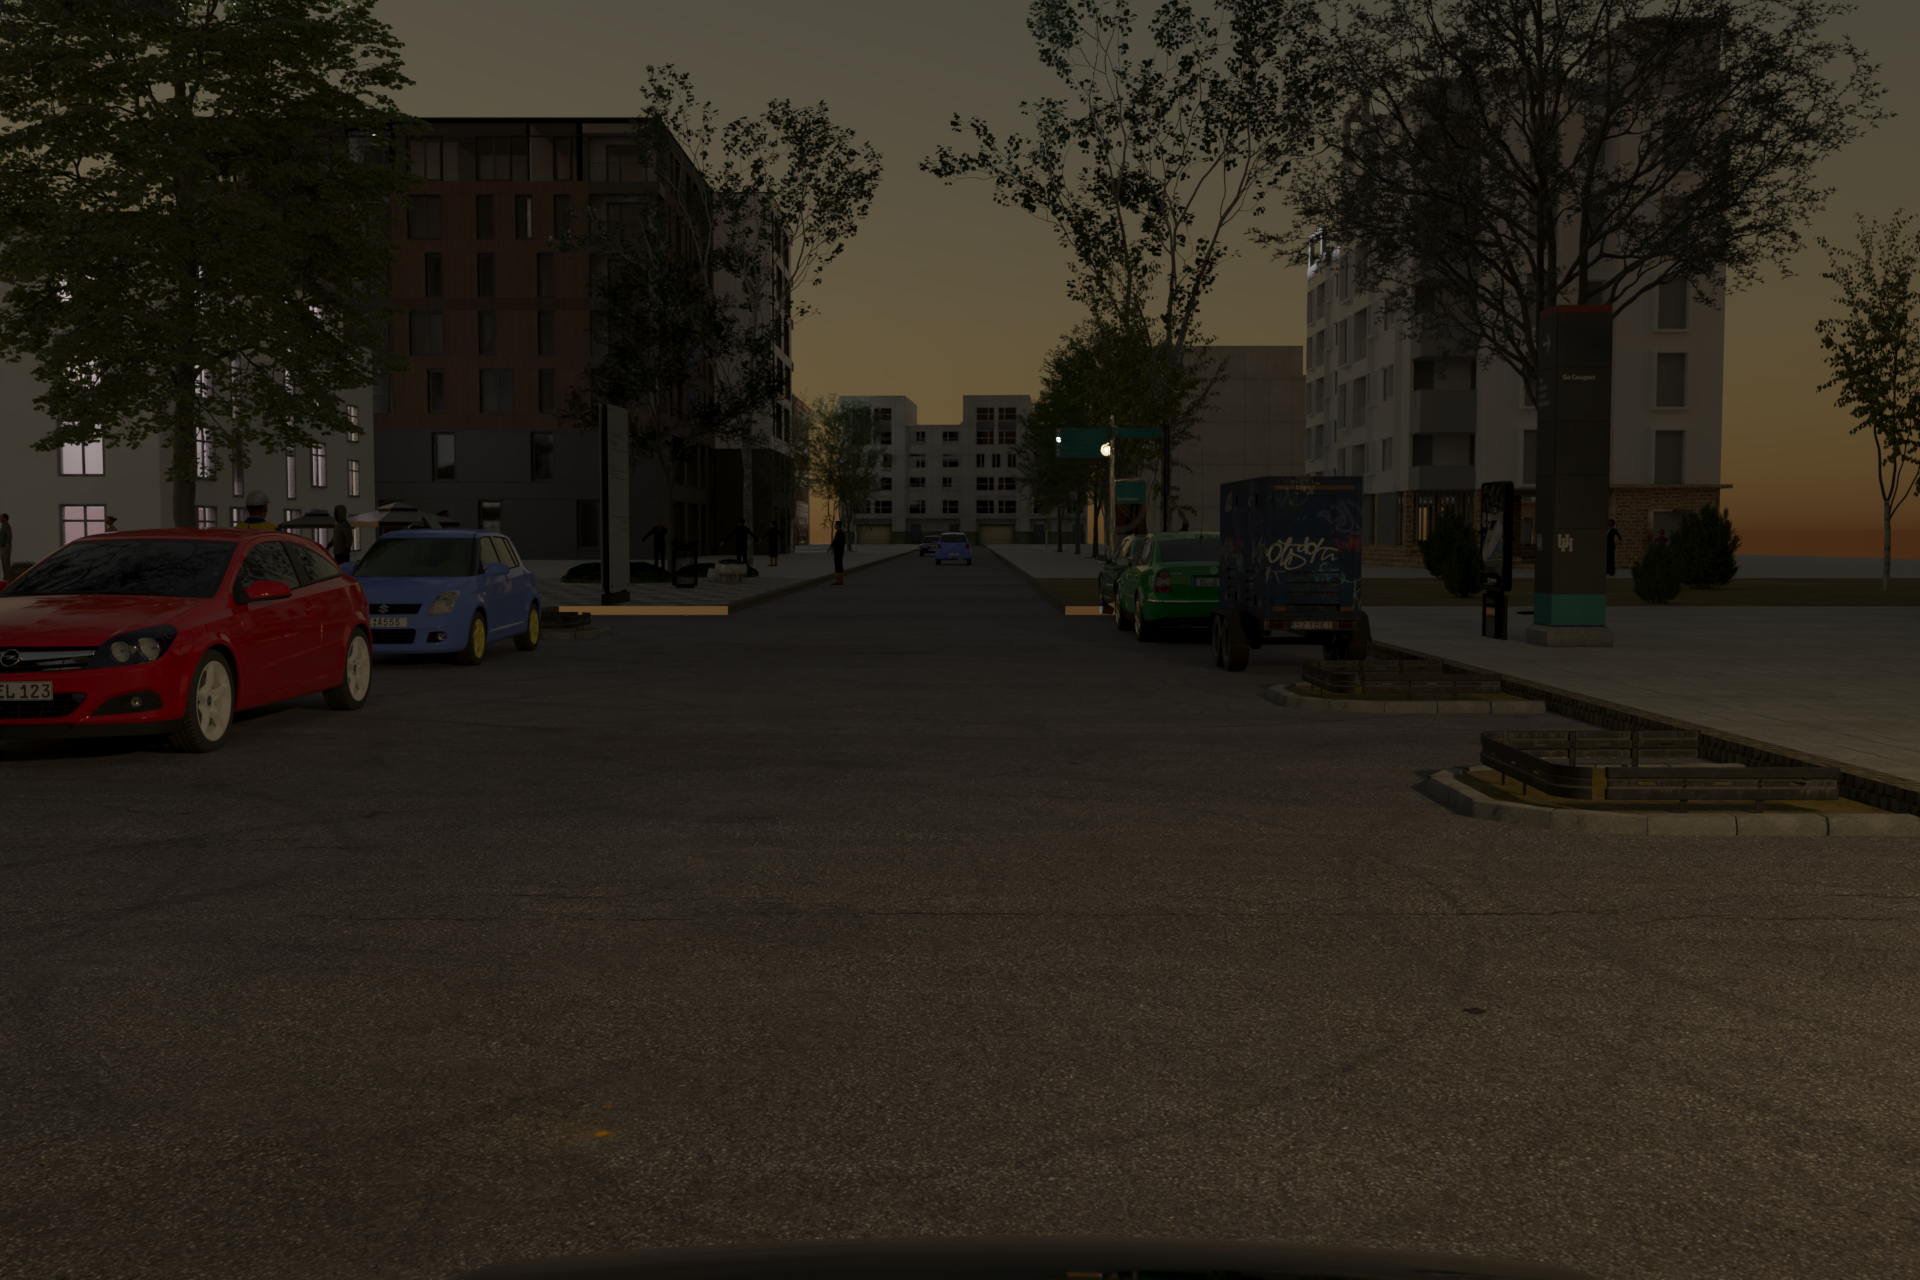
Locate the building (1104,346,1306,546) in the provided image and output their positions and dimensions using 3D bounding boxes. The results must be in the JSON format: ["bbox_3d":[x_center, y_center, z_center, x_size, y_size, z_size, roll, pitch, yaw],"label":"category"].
[{"bbox_3d":[23.831,-18.637,171.178,16.747,18.905,31.486,0,4,1],"label":"building"}]

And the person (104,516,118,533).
[{"bbox_3d":[-21.075,-2.204,42.833,1.217,1.733,0.721,3,4,39],"label":"person"}]

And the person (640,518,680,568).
[{"bbox_3d":[-9.885,-3.106,57.013,1.346,1.802,0.704,-1,4,-19],"label":"person"}]

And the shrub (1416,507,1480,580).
[{"bbox_3d":[13.714,-2.724,48.584,1.661,2.075,1.752,0,3,0],"label":"shrub"}]

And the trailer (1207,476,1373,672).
[{"bbox_3d":[3.454,-0.734,19.053,1.471,1.999,3.904,0,4,-1],"label":"trailer"}]

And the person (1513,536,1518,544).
[{"bbox_3d":[18.319,-3.199,58.770,1.216,1.772,0.721,0,4,6],"label":"person"}]

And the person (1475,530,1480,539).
[{"bbox_3d":[17.338,-3.104,56.893,1.345,1.843,0.704,-1,4,-18],"label":"person"}]

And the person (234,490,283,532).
[{"bbox_3d":[-6.373,-0.450,15.786,1.349,1.833,0.705,0,4,0],"label":"person"}]

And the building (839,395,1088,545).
[{"bbox_3d":[0.919,-21.901,226.992,31.486,18.905,16.747,0,4,4],"label":"building"}]

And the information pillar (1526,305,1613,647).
[{"bbox_3d":[7.039,-1.868,19.917,0.750,3.857,0.750,0,3,0],"label":"information pillar"}]

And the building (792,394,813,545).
[{"bbox_3d":[-27.688,-22.702,202.099,19.493,23.208,18.063,0,3,0],"label":"building"}]

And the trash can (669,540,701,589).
[{"bbox_3d":[-6.505,-1.791,40.937,0.748,1.137,0.748,0,3,0],"label":"trash can"}]

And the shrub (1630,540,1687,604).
[{"bbox_3d":[12.902,-1.277,32.002,1.383,1.207,1.383,0,3,0],"label":"shrub"}]

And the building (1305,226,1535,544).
[{"bbox_3d":[26.787,-15.350,107.399,16.016,20.090,11.380,0,4,0],"label":"building"}]

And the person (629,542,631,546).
[{"bbox_3d":[-11.549,-3.186,58.274,1.347,1.806,0.705,3,5,44],"label":"person"}]

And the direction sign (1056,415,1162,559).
[{"bbox_3d":[3.414,-3.036,38.397,2.525,3.948,1.411,0,4,0],"label":"direction sign"}]

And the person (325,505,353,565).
[{"bbox_3d":[-11.217,-1.542,31.348,0.705,1.813,1.348,-3,4,-36],"label":"person"}]

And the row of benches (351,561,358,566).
[{"bbox_3d":[-15.305,-1.510,40.152,4.104,0.672,1.422,1,4,12],"label":"row of benches"}]

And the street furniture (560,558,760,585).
[{"bbox_3d":[-8.447,-2.003,48.375,5.734,0.657,10.072,0,4,-8],"label":"street furniture"}]

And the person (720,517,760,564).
[{"bbox_3d":[-6.871,-2.950,54.423,1.347,1.806,0.705,-2,4,-32],"label":"person"}]

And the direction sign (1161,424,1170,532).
[{"bbox_3d":[4.272,-2.696,36.073,0.379,3.537,0.876,0,4,-2],"label":"direction sign"}]

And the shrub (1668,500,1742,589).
[{"bbox_3d":[17.383,-2.226,40.434,1.661,2.075,1.752,0,3,0],"label":"shrub"}]

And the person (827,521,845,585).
[{"bbox_3d":[-3.449,-2.456,48.755,0.704,1.812,1.346,1,4,13],"label":"person"}]

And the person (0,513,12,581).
[{"bbox_3d":[-23.858,-2.261,43.237,0.705,1.796,1.348,-3,5,-42],"label":"person"}]

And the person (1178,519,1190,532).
[{"bbox_3d":[8.699,-3.725,66.682,0.705,1.856,1.354,2,4,25],"label":"person"}]

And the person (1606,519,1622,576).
[{"bbox_3d":[19.801,-2.825,52.916,0.721,1.740,1.216,-1,4,-20],"label":"person"}]

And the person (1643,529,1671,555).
[{"bbox_3d":[19.462,-2.370,48.020,0.991,1.433,0.599,2,4,30],"label":"person"}]

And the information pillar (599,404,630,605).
[{"bbox_3d":[-6.382,-2.490,32.029,0.184,3.620,1.656,0,4,1],"label":"information pillar"}]

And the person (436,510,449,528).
[{"bbox_3d":[-11.843,-2.071,39.791,0.705,1.837,1.347,0,4,-7],"label":"person"}]

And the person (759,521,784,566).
[{"bbox_3d":[-7.470,-3.849,69.061,0.704,1.812,1.346,3,5,42],"label":"person"}]

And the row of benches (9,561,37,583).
[{"bbox_3d":[-22.466,-1.456,39.264,4.104,0.672,1.422,-2,4,-24],"label":"row of benches"}]

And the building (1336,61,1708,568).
[{"bbox_3d":[21.955,-13.417,75.793,16.016,20.090,11.380,0,4,1],"label":"building"}]

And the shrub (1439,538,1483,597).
[{"bbox_3d":[10.236,-1.470,35.150,1.383,1.207,1.383,0,3,0],"label":"shrub"}]
